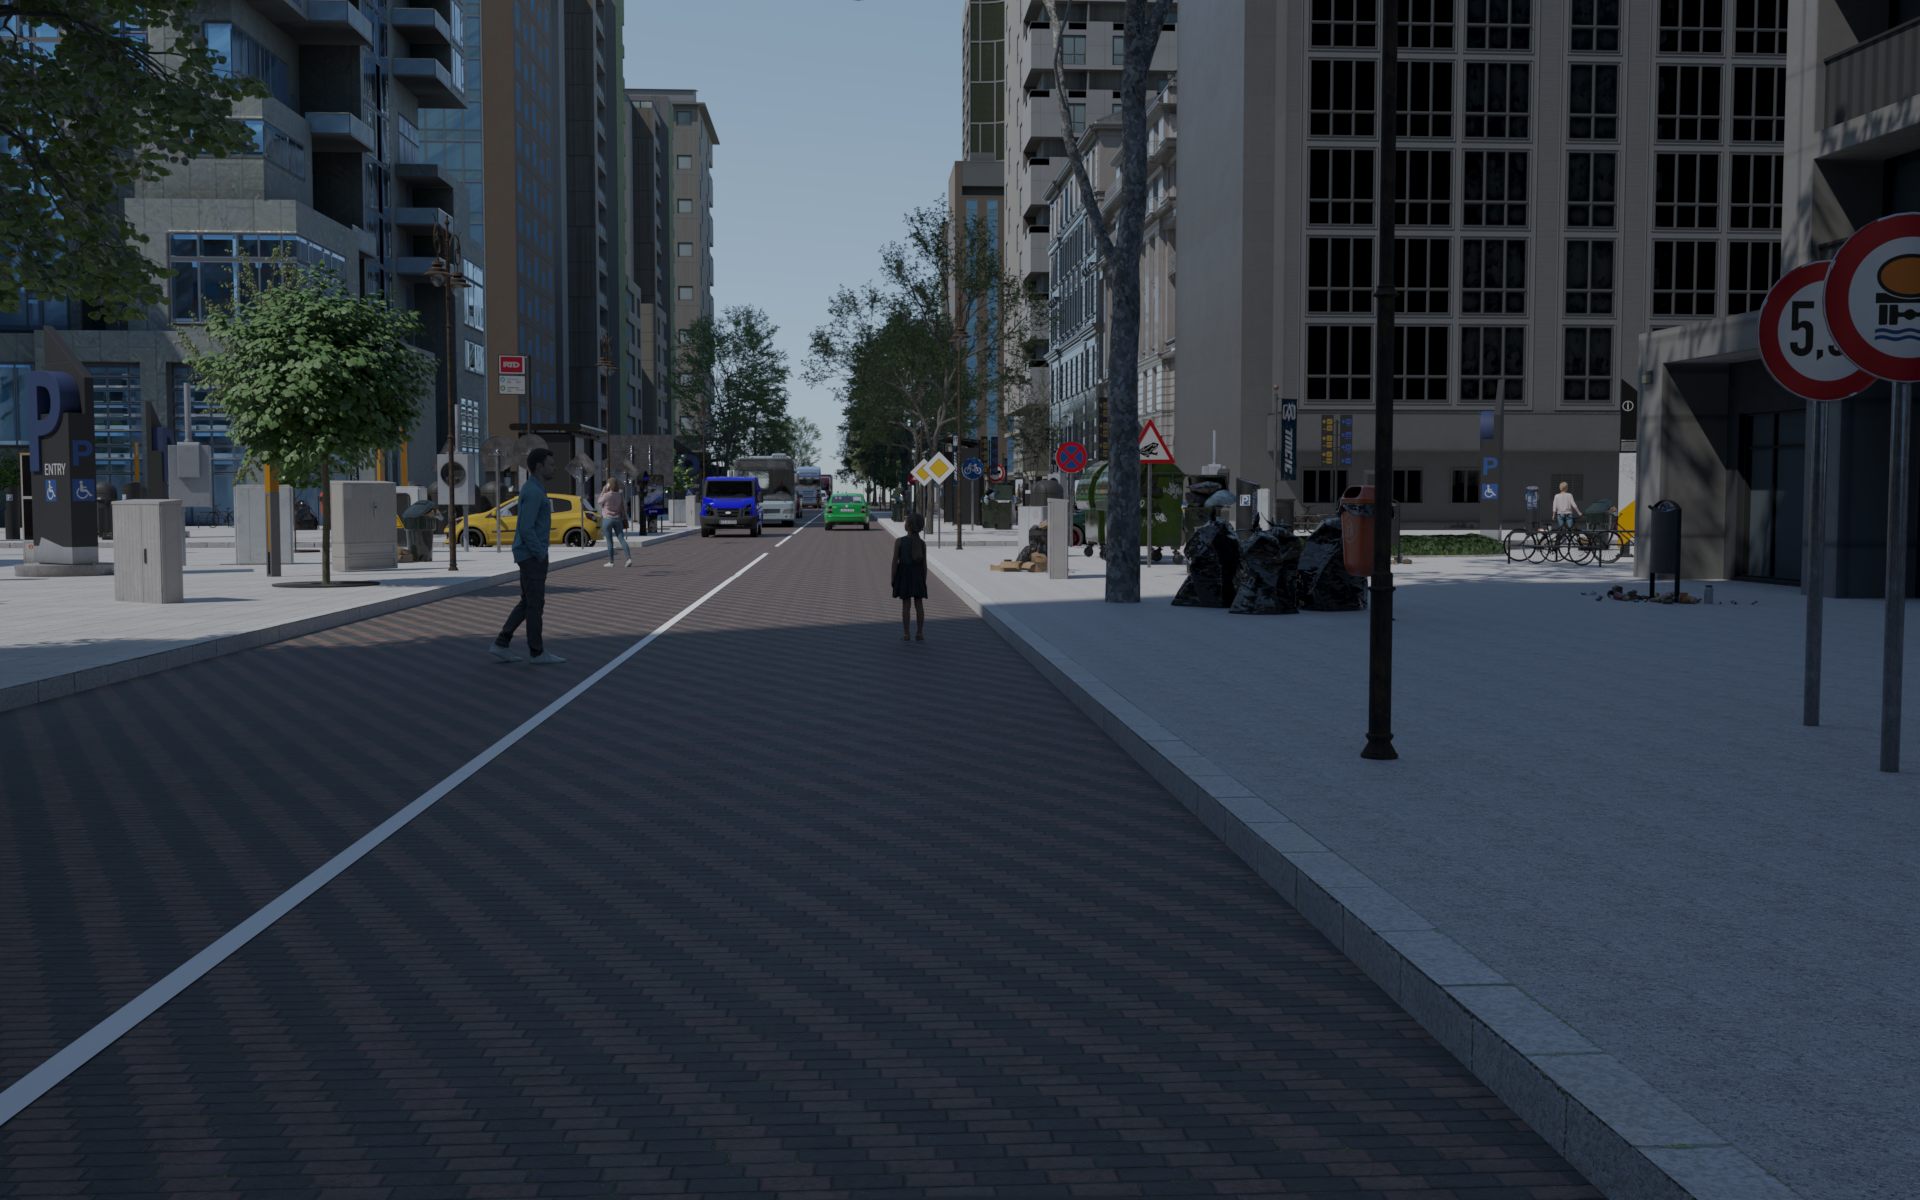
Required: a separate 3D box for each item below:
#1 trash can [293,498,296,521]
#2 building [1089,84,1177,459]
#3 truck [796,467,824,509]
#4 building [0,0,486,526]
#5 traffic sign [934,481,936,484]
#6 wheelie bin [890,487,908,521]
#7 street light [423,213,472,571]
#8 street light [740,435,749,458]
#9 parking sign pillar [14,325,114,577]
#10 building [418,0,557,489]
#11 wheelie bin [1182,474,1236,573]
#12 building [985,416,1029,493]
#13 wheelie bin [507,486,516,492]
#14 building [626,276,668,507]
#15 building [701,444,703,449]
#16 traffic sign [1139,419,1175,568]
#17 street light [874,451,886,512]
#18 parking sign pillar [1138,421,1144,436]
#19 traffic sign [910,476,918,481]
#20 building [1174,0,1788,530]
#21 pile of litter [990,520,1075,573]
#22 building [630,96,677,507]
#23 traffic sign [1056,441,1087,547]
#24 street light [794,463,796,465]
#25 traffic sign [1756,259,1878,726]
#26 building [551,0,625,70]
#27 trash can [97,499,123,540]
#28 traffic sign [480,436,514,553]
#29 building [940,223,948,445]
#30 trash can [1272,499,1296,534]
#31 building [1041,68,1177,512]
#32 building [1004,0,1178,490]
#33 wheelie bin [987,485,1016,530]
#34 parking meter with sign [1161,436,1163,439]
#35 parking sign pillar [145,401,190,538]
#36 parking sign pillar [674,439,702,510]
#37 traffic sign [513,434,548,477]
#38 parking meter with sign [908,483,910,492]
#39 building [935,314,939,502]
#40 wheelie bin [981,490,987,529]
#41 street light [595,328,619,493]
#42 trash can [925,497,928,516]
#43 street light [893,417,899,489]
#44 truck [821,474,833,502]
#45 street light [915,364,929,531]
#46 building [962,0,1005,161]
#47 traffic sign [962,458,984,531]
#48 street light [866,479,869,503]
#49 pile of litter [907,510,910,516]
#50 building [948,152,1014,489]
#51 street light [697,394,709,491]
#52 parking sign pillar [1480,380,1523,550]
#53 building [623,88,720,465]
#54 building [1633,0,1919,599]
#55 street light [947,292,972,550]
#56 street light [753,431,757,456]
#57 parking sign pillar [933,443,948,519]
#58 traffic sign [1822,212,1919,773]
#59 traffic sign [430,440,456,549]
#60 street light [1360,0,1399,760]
[{"bbox_3d":[-22.145,-2.764,56.839,0.748,1.137,0.748,0,3,0],"label":"trash can"},{"bbox_3d":[14.805,-15.058,87.993,13.314,21.916,24.055,0,4,-4],"label":"building"},{"bbox_3d":[-15.266,-11.356,175.431,2.967,4.110,18.799,0,4,-4],"label":"truck"},{"bbox_3d":[-35.496,-47.014,81.345,22.319,86.520,31.000,0,4,-4],"label":"building"},{"bbox_3d":[-1.484,-5.633,92.198,0.768,2.556,0.104,0,4,-2],"label":"traffic sign"},{"bbox_3d":[-2.896,-4.579,82.781,0.693,1.594,0.980,-3,4,-36],"label":"wheelie bin"},{"bbox_3d":[-8.479,-3.426,28.802,0.468,5.910,1.993,0,4,-4],"label":"street light"},{"bbox_3d":[-13.875,-8.483,111.477,0.468,5.910,1.993,0,4,-4],"label":"street light"},{"bbox_3d":[-14.155,-2.376,27.316,1.447,3.967,1.447,3,4,38],"label":"parking sign pillar"},{"bbox_3d":[-34.786,-28.327,113.254,14.600,45.320,14.200,0,4,-4],"label":"building"},{"bbox_3d":[4.016,-1.229,28.002,0.980,1.594,0.693,1,4,23],"label":"wheelie bin"},{"bbox_3d":[18.343,-29.725,177.886,32.217,40.220,23.993,0,4,-4],"label":"building"},{"bbox_3d":[-18.364,-3.804,70.103,0.980,1.594,0.693,1,4,9],"label":"wheelie bin"},{"bbox_3d":[-41.013,-18.720,151.103,27.650,21.520,28.899,0,4,-4],"label":"building"},{"bbox_3d":[-50.448,-34.465,255.386,32.217,40.220,23.993,0,4,-4],"label":"building"},{"bbox_3d":[3.293,-1.841,30.104,0.884,2.594,0.081,0,4,-3],"label":"traffic sign"},{"bbox_3d":[-6.253,-9.969,135.780,0.468,5.910,1.993,0,4,-4],"label":"street light"},{"bbox_3d":[6.552,-4.536,62.639,1.447,3.967,1.447,-2,4,-24],"label":"parking sign pillar"},{"bbox_3d":[-1.621,-4.361,71.312,0.884,2.594,0.081,0,4,1],"label":"traffic sign"},{"bbox_3d":[21.429,-16.719,66.857,24.014,27.812,14.314,0,4,-4],"label":"building"},{"bbox_3d":[1.187,-0.903,28.736,1.176,0.858,1.719,-1,4,-23],"label":"pile of litter"},{"bbox_3d":[-36.112,-29.901,172.480,14.154,41.232,14.086,0,4,-4],"label":"building"},{"bbox_3d":[2.692,-2.553,41.854,0.768,2.556,0.104,0,4,6],"label":"traffic sign"},{"bbox_3d":[-19.959,-14.404,208.288,0.468,5.910,1.993,0,4,-4],"label":"street light"},{"bbox_3d":[4.719,-0.576,9.524,0.768,2.556,0.104,0,4,0],"label":"traffic sign"},{"bbox_3d":[-32.788,-27.246,129.069,14.154,41.232,14.086,0,4,-4],"label":"building"},{"bbox_3d":[-23.814,-2.256,48.533,0.748,1.137,0.748,0,3,0],"label":"trash can"},{"bbox_3d":[-10.074,-2.303,37.760,0.768,2.556,0.104,0,3,0],"label":"traffic sign"},{"bbox_3d":[3.917,-35.396,262.322,14.154,41.232,14.086,0,4,-4],"label":"building"},{"bbox_3d":[9.884,-2.519,52.847,0.748,1.137,0.748,0,3,0],"label":"trash can"},{"bbox_3d":[12.798,-19.267,112.283,12.463,27.353,25.104,0,4,-4],"label":"building"},{"bbox_3d":[18.386,-34.380,151.359,28.713,52.752,27.495,0,4,-4],"label":"building"},{"bbox_3d":[1.537,-3.326,62.288,0.980,1.594,0.693,0,4,1],"label":"wheelie bin"},{"bbox_3d":[5.155,-3.385,51.604,1.738,3.016,0.543,-2,4,-29],"label":"parking meter with sign"},{"bbox_3d":[-23.447,-3.816,50.857,1.447,3.967,1.447,-1,4,-9],"label":"parking sign pillar"},{"bbox_3d":[-13.280,-5.880,84.603,1.447,3.967,1.447,-2,4,-26],"label":"parking sign pillar"},{"bbox_3d":[-9.155,-2.254,36.952,0.768,2.556,0.104,0,4,2],"label":"traffic sign"},{"bbox_3d":[-3.769,-7.811,123.964,1.738,3.016,0.543,0,4,4],"label":"parking meter with sign"},{"bbox_3d":[2.822,-30.892,276.779,14.160,30.474,14.107,0,4,-4],"label":"building"},{"bbox_3d":[1.119,-3.471,64.663,0.693,1.594,0.980,0,4,1],"label":"wheelie bin"},{"bbox_3d":[-9.835,-4.625,48.406,0.468,5.910,1.993,0,4,-4],"label":"street light"},{"bbox_3d":[-2.188,-5.404,100.011,0.748,1.137,0.748,0,3,0],"label":"trash can"},{"bbox_3d":[-3.400,-7.277,91.766,0.468,5.910,1.993,0,4,-4],"label":"street light"},{"bbox_3d":[-19.643,-15.866,248.315,2.839,4.237,11.283,0,4,-2],"label":"truck"},{"bbox_3d":[-1.333,-5.338,60.057,0.468,5.910,1.993,0,4,-4],"label":"street light"},{"bbox_3d":[8.945,-49.297,244.260,20.563,71.187,20.611,0,4,-4],"label":"building"},{"bbox_3d":[0.441,-3.702,60.635,0.768,2.556,0.104,0,4,-3],"label":"traffic sign"},{"bbox_3d":[-10.302,-13.847,199.186,0.468,5.910,1.993,0,4,-4],"label":"street light"},{"bbox_3d":[-3.213,-4.990,95.547,1.719,0.858,1.176,2,4,31],"label":"pile of litter"},{"bbox_3d":[5.781,-35.311,227.437,14.600,45.320,14.200,0,4,-4],"label":"building"},{"bbox_3d":[-11.810,-6.553,79.928,0.468,5.910,1.993,0,4,-4],"label":"street light"},{"bbox_3d":[12.384,-3.170,40.302,1.447,3.967,1.447,1,4,21],"label":"parking sign pillar"},{"bbox_3d":[-46.875,-39.149,229.319,28.713,52.752,27.495,0,4,-4],"label":"building"},{"bbox_3d":[21.231,-35.272,14.944,20.563,71.187,20.611,0,4,-4],"label":"building"},{"bbox_3d":[-0.012,-4.097,39.773,0.468,5.910,1.993,0,4,-4],"label":"street light"},{"bbox_3d":[-14.709,-9.292,124.719,0.468,5.910,1.993,0,4,-4],"label":"street light"},{"bbox_3d":[-0.812,-6.248,90.631,1.447,3.967,1.447,-1,4,-13],"label":"parking sign pillar"},{"bbox_3d":[4.299,-0.479,7.932,0.768,2.556,0.104,0,4,4],"label":"traffic sign"},{"bbox_3d":[-11.964,-2.483,40.595,0.884,2.594,0.081,0,4,-3],"label":"traffic sign"},{"bbox_3d":[2.042,-2.169,8.256,0.468,5.910,1.993,0,4,-4],"label":"street light"}]
